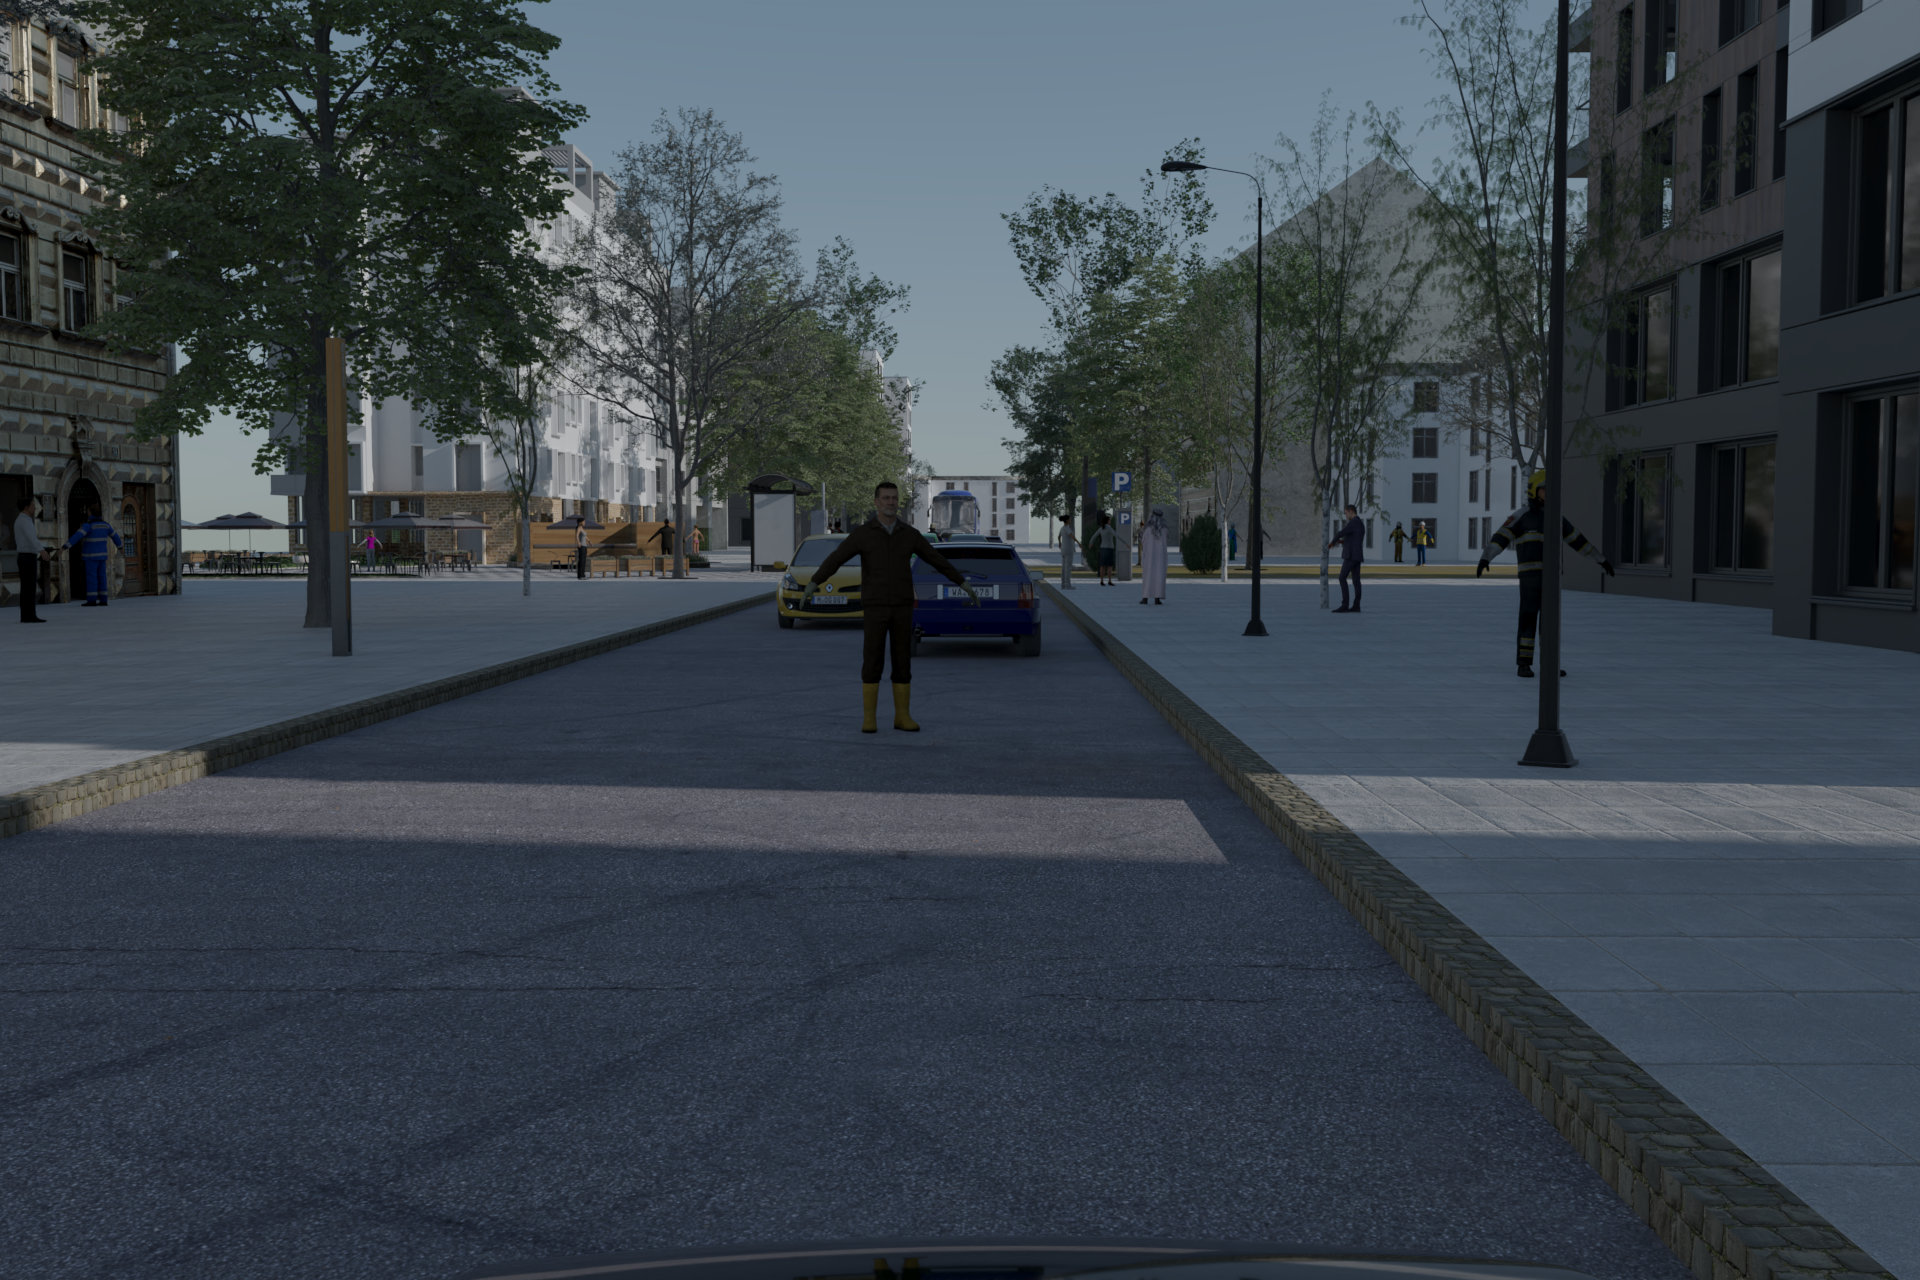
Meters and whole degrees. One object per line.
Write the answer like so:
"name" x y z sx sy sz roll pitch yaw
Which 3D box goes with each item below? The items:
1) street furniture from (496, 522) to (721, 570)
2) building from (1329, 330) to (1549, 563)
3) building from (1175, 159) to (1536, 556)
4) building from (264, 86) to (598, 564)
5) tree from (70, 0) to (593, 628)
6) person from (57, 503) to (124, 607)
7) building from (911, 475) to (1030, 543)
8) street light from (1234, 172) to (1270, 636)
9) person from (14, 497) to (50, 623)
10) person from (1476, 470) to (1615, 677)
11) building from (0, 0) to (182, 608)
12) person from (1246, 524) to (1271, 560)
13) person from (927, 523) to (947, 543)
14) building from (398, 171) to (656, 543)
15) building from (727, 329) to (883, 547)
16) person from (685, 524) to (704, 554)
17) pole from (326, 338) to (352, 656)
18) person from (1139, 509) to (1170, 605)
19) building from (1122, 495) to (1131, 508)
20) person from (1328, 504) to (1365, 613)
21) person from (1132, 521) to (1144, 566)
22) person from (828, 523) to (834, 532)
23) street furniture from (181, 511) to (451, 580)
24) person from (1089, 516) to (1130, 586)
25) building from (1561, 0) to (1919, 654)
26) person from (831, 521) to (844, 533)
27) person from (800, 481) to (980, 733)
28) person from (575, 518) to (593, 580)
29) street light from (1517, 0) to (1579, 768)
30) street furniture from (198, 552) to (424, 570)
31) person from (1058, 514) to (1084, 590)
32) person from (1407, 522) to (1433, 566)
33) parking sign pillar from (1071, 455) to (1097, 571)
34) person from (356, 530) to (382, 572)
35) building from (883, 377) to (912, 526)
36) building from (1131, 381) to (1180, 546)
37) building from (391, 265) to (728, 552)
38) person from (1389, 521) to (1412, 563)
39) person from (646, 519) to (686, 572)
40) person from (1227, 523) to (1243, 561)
"street furniture" -12.925 -3.708 67.478 9.812 1.723 11.010 -2 4 -30
"building" 25.245 -8.749 85.186 9.099 9.664 28.070 0 4 1
"building" 24.408 -17.093 110.400 19.493 23.208 18.063 0 4 1
"building" -23.527 -13.350 74.687 16.016 20.090 11.380 0 4 1
"tree" -8.644 -6.470 23.915 7.486 12.596 7.792 0 3 0
"person" -15.380 -1.516 30.768 0.704 1.831 1.345 1 4 23
"building" -4.035 -18.448 246.231 28.070 9.664 9.099 0 4 4
"street light" 4.278 -3.007 21.704 1.470 5.913 1.316 0 4 0
"person" -13.477 -1.158 25.097 0.704 1.810 1.344 -3 5 -40
"person" 5.222 -0.599 15.560 1.351 1.858 0.704 -1 4 -13
"building" -25.850 -11.996 27.068 19.493 23.208 18.063 0 4 1
"person" 14.982 -4.927 86.678 1.348 1.813 0.705 -1 4 -14
"person" -1.058 -3.589 66.915 1.354 1.856 0.705 1 4 19
"building" -23.589 -14.399 91.845 16.016 20.090 11.380 0 4 1
"building" -23.154 -21.115 189.202 27.936 21.610 32.646 0 4 1
"person" -12.441 -4.547 81.149 0.721 1.733 1.217 3 4 38
"pole" -6.498 -1.485 18.122 0.158 3.312 0.155 0 3 0
"person" 3.563 -1.521 31.578 0.551 1.740 0.621 -1 4 -16
"building" 25.417 -16.915 218.706 9.099 9.664 28.070 0 4 1
"person" 6.307 -1.338 28.372 0.568 1.767 0.683 2 4 32
"person" 7.387 -3.928 70.501 1.348 1.796 0.705 -2 4 -29
"person" -6.470 -4.928 86.515 1.347 1.837 0.705 -1 4 -11
"street furniture" -29.757 -2.719 49.491 27.439 1.986 14.083 1 4 8
"person" 3.679 -2.204 42.874 1.217 1.735 0.721 3 5 40
"building" 24.225 -10.971 23.354 27.936 21.610 32.646 0 4 1
"person" -5.189 -4.145 73.916 1.345 1.843 0.704 2 4 31
"person" -0.519 -0.243 12.569 1.346 1.812 0.704 -1 4 -17
"person" -10.531 -2.554 48.573 0.721 1.737 1.217 0 4 5
"street light" 3.820 -2.258 9.461 1.470 5.913 1.316 0 4 1
"street furniture" -24.512 -3.114 66.538 5.734 0.657 10.072 1 4 15
"person" 2.555 -2.045 40.200 0.721 1.739 1.217 -1 4 -21
"person" 18.452 -3.850 69.405 0.721 1.772 1.216 -3 5 -41
"parking sign pillar" 4.445 -4.372 59.947 1.447 3.967 1.447 0 4 0
"person" -20.141 -3.047 59.088 0.599 1.433 0.991 3 5 39
"building" -20.725 -23.162 222.672 27.936 21.610 32.646 0 4 1
"building" 28.929 -22.066 191.714 19.493 23.208 18.063 0 4 1
"building" -27.650 -15.781 124.484 16.747 18.905 31.486 0 4 2
"person" 19.806 -4.425 78.118 0.705 1.858 1.354 -2 4 -33
"person" -9.918 -3.201 58.557 1.346 1.802 0.704 -1 4 -16
"person" 13.105 -4.706 83.062 0.704 1.817 1.347 -2 4 -26
